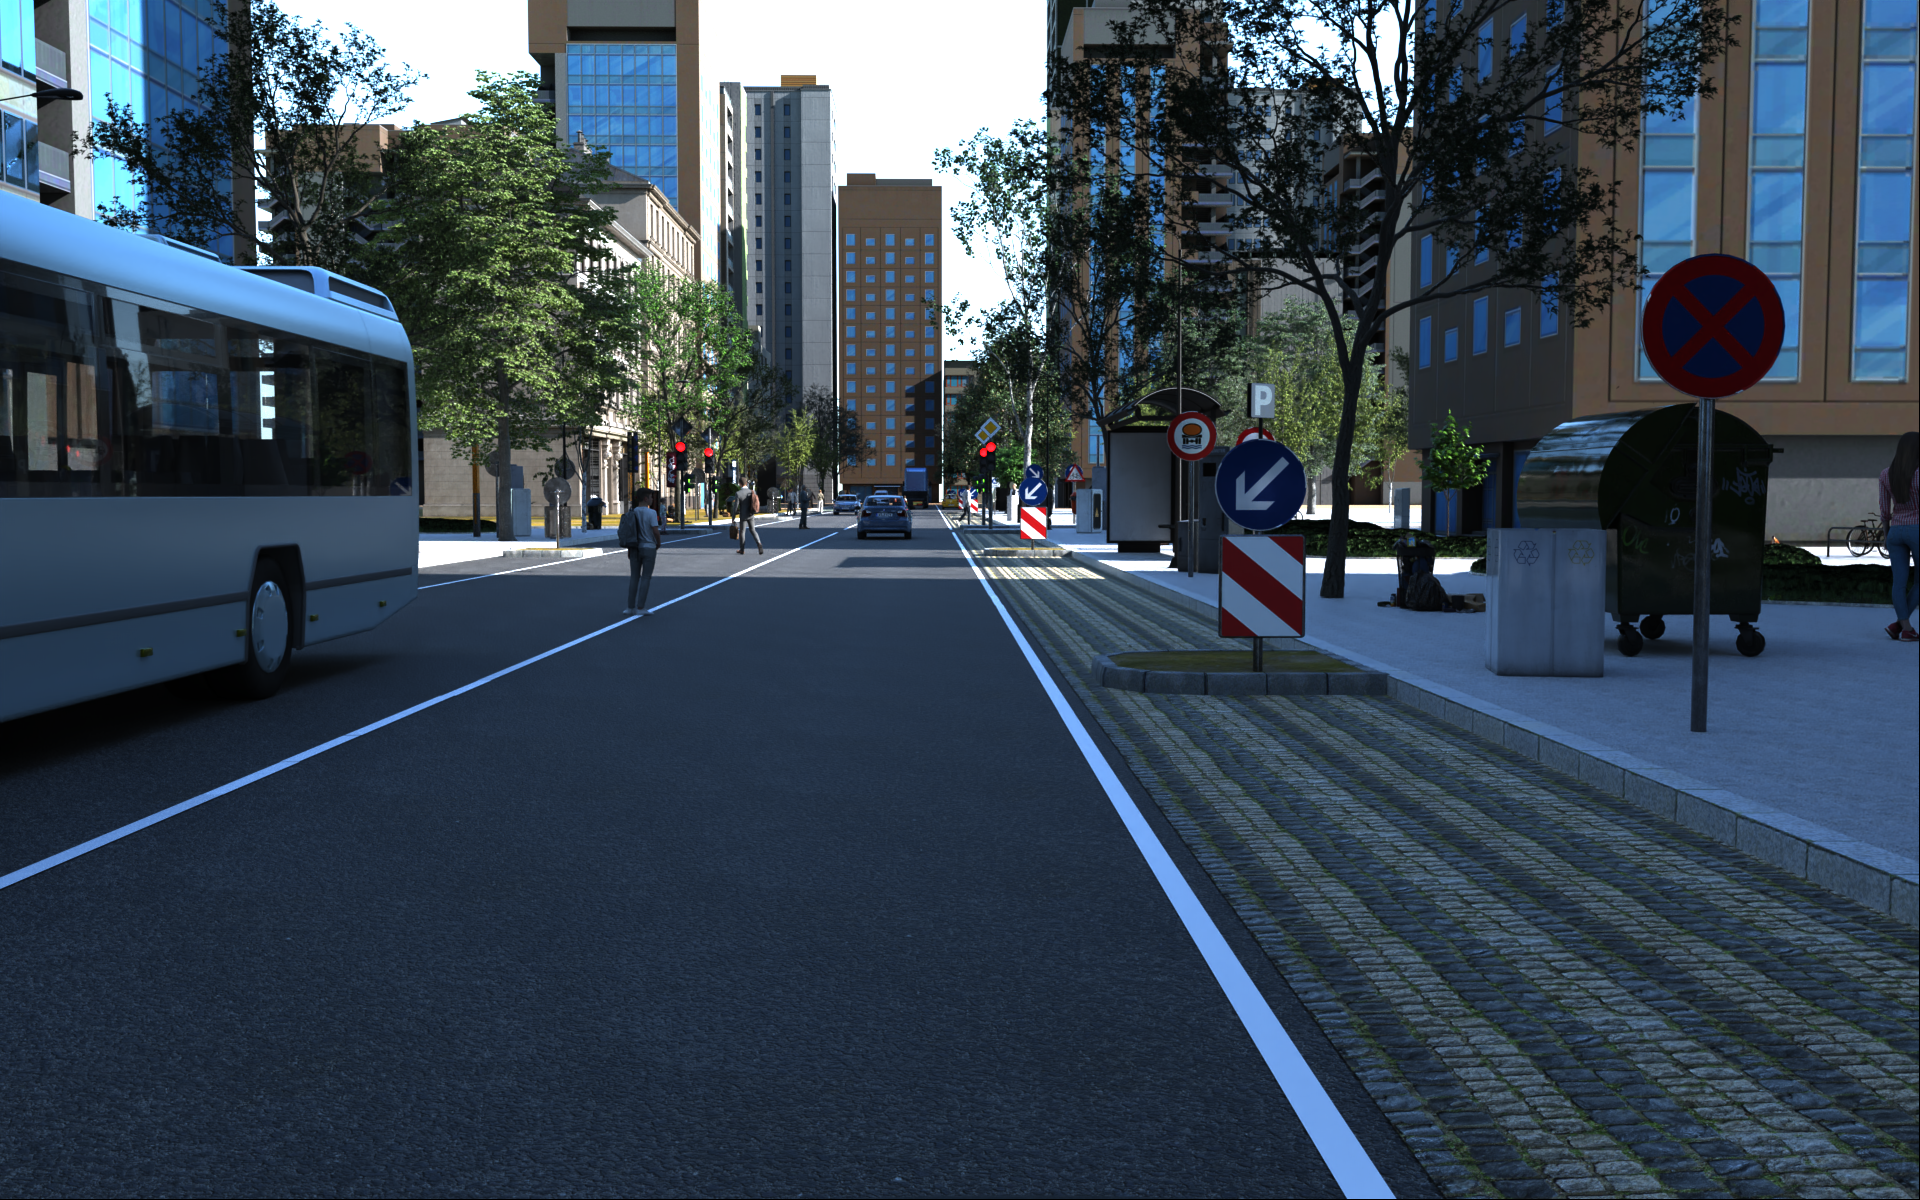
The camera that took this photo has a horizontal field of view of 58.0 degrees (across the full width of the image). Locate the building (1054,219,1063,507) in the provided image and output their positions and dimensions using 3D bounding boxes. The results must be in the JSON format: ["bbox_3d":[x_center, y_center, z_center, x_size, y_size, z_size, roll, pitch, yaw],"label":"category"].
[{"bbox_3d":[16.324,-24.535,172.847,14.160,30.474,14.107,0,4,-1],"label":"building"}]

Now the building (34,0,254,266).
[{"bbox_3d":[-29.750,-24.351,48.254,14.200,45.320,14.600,0,4,-1],"label":"building"}]

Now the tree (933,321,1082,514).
[{"bbox_3d":[3.247,-12.017,113.489,9.611,12.733,9.660,0,3,0],"label":"tree"}]

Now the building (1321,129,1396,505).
[{"bbox_3d":[51.716,-34.071,207.172,14.200,45.320,14.600,0,4,-1],"label":"building"}]

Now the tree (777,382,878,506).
[{"bbox_3d":[-15.100,-17.090,189.788,12.009,13.543,11.850,0,3,0],"label":"tree"}]

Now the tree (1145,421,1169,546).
[{"bbox_3d":[4.748,-3.001,43.670,1.663,3.219,1.824,0,3,0],"label":"tree"}]

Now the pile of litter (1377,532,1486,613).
[{"bbox_3d":[5.338,-0.339,19.501,1.176,0.858,1.719,0,4,4],"label":"pile of litter"}]

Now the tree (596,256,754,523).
[{"bbox_3d":[-12.734,-9.251,77.010,9.928,11.665,9.643,0,3,0],"label":"tree"}]

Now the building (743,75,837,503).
[{"bbox_3d":[-31.724,-43.098,246.650,28.212,58.520,21.231,0,4,-1],"label":"building"}]

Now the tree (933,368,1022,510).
[{"bbox_3d":[3.034,-14.146,141.652,12.009,13.543,11.850,0,3,0],"label":"tree"}]

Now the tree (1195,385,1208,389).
[{"bbox_3d":[16.774,-10.183,116.859,4.360,8.622,3.978,0,3,0],"label":"tree"}]

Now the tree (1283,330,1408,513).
[{"bbox_3d":[17.224,-7.752,77.103,4.737,8.622,4.395,0,3,0],"label":"tree"}]

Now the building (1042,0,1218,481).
[{"bbox_3d":[18.792,-46.776,203.039,20.563,71.187,20.611,0,4,-1],"label":"building"}]

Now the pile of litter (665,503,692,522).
[{"bbox_3d":[-13.297,-4.044,80.091,1.719,0.858,1.176,1,4,12],"label":"pile of litter"}]

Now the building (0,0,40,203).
[{"bbox_3d":[-29.867,-43.367,21.717,22.319,86.520,31.000,0,4,-1],"label":"building"}]

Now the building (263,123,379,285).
[{"bbox_3d":[-73.361,-33.983,205.731,14.200,45.320,14.600,0,4,-1],"label":"building"}]

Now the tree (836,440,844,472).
[{"bbox_3d":[-14.158,-13.867,177.091,4.737,8.622,4.395,0,3,0],"label":"tree"}]

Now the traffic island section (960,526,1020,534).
[{"bbox_3d":[1.137,-2.499,63.147,2.009,0.180,2.903,0,4,-1],"label":"traffic island section"}]

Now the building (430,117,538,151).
[{"bbox_3d":[-59.646,-40.437,250.385,27.495,52.752,28.713,0,4,-1],"label":"building"}]

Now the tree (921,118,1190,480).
[{"bbox_3d":[4.195,-14.049,85.598,12.611,20.169,13.585,0,3,0],"label":"tree"}]

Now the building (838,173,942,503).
[{"bbox_3d":[-9.678,-36.354,244.503,14.200,45.320,14.600,0,4,-1],"label":"building"}]

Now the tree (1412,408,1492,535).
[{"bbox_3d":[10.824,-2.699,38.730,1.663,3.219,1.824,0,3,0],"label":"tree"}]

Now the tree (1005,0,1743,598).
[{"bbox_3d":[4.692,-5.284,20.813,8.767,10.594,7.601,-1,4,-17],"label":"tree"}]

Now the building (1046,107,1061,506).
[{"bbox_3d":[16.205,-30.764,186.589,14.154,41.232,14.086,0,4,-1],"label":"building"}]

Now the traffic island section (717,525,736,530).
[{"bbox_3d":[-10.246,-2.976,70.935,2.009,0.180,2.903,0,4,-1],"label":"traffic island section"}]

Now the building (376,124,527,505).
[{"bbox_3d":[-59.159,-33.985,205.762,14.200,45.320,14.600,0,4,-1],"label":"building"}]

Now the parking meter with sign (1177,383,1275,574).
[{"bbox_3d":[4.232,-1.939,27.968,0.543,3.016,1.738,-3,4,-37],"label":"parking meter with sign"}]

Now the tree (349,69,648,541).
[{"bbox_3d":[-12.270,-7.850,46.470,7.486,12.596,7.792,0,3,0],"label":"tree"}]

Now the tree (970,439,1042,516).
[{"bbox_3d":[3.273,-7.249,102.236,4.285,4.588,4.351,0,3,0],"label":"tree"}]

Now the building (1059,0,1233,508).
[{"bbox_3d":[16.582,-31.080,158.269,14.600,45.320,14.200,0,4,-1],"label":"building"}]

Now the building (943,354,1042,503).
[{"bbox_3d":[12.101,-24.853,251.385,28.899,21.520,27.650,0,4,-1],"label":"building"}]

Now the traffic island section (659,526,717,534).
[{"bbox_3d":[-10.103,-2.487,62.951,2.009,0.180,2.903,0,4,-1],"label":"traffic island section"}]

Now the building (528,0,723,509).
[{"bbox_3d":[-28.822,-30.731,152.564,14.600,45.320,14.200,0,4,-1],"label":"building"}]

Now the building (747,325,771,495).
[{"bbox_3d":[-37.478,-21.667,199.294,28.899,21.520,27.650,0,4,-1],"label":"building"}]

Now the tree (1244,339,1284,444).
[{"bbox_3d":[15.668,-8.079,82.451,4.737,8.622,4.395,0,3,0],"label":"tree"}]

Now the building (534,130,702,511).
[{"bbox_3d":[-27.301,-20.417,131.074,12.463,27.353,25.104,0,4,-1],"label":"building"}]

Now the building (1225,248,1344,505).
[{"bbox_3d":[37.268,-26.643,207.320,14.107,30.474,14.160,0,4,-1],"label":"building"}]

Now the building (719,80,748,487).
[{"bbox_3d":[-28.180,-29.555,166.819,14.154,41.232,14.086,0,4,-1],"label":"building"}]

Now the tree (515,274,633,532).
[{"bbox_3d":[-12.718,-6.577,57.890,4.360,8.622,3.978,0,3,0],"label":"tree"}]

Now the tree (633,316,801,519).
[{"bbox_3d":[-12.761,-9.533,90.276,8.767,10.594,7.601,-1,4,-18],"label":"tree"}]

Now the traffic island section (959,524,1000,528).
[{"bbox_3d":[0.994,-2.988,71.130,2.009,0.180,2.903,0,4,-1],"label":"traffic island section"}]

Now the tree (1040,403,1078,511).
[{"bbox_3d":[6.952,-11.159,132.819,4.737,8.622,4.395,0,3,0],"label":"tree"}]

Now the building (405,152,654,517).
[{"bbox_3d":[-25.748,-15.114,98.020,10.553,20.767,40.483,0,4,-1],"label":"building"}]

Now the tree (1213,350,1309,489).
[{"bbox_3d":[15.166,-8.420,88.023,4.360,8.622,3.978,0,3,0],"label":"tree"}]

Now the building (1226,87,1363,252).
[{"bbox_3d":[40.817,-43.199,248.296,28.212,58.520,21.231,0,4,-1],"label":"building"}]

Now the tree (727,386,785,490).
[{"bbox_3d":[-13.886,-10.080,115.166,4.360,8.622,3.978,0,3,0],"label":"tree"}]

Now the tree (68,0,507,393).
[{"bbox_3d":[-11.959,-5.973,32.075,7.601,10.594,8.767,0,4,-4],"label":"tree"}]

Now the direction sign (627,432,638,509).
[{"bbox_3d":[-11.935,-4.356,63.225,0.379,3.537,0.876,1,4,13],"label":"direction sign"}]

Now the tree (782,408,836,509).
[{"bbox_3d":[-13.765,-11.886,144.696,4.737,8.622,4.395,0,3,0],"label":"tree"}]

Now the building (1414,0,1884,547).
[{"bbox_3d":[21.387,-24.296,47.348,14.600,45.320,14.200,0,4,-1],"label":"building"}]
